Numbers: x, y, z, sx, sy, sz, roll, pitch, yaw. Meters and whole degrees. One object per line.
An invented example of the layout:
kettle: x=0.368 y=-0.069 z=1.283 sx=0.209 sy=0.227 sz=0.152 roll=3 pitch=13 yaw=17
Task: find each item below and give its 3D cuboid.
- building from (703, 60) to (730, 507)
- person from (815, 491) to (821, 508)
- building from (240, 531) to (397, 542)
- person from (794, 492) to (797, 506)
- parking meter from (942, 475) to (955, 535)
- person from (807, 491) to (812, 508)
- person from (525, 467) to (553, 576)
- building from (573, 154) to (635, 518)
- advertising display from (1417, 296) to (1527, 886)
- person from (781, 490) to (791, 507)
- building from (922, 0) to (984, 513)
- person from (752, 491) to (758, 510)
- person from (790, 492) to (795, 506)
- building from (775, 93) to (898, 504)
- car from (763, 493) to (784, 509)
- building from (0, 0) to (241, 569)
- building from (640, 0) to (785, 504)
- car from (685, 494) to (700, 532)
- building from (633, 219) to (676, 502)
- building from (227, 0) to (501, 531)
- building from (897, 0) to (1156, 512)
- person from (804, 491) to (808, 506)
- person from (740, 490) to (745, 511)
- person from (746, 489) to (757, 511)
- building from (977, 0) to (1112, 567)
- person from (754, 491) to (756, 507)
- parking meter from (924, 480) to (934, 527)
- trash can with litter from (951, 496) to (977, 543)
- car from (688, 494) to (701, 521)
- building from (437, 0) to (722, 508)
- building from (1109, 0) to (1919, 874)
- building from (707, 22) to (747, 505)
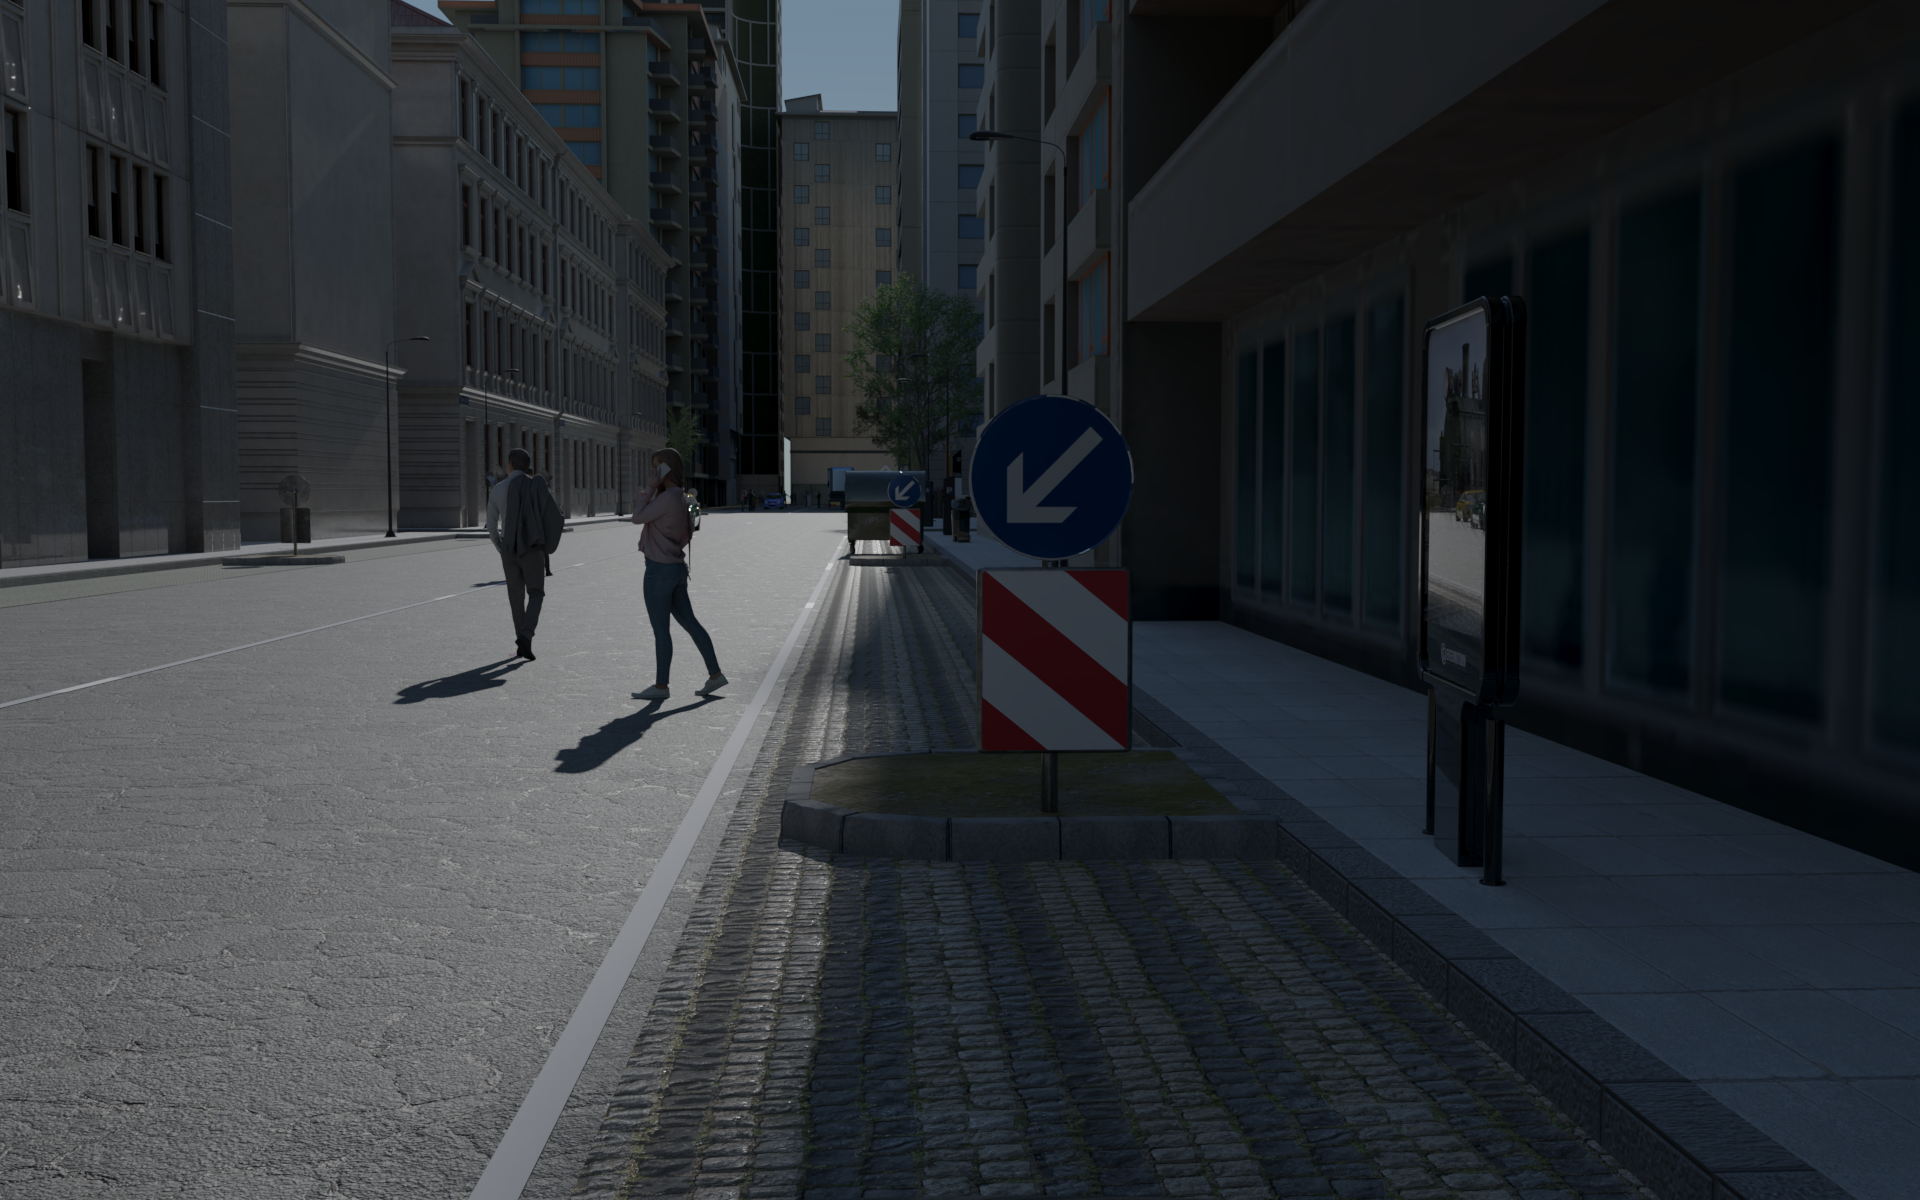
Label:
building: x=-30.933 y=-32.129 z=175.427 sx=14.600 sy=45.320 sz=14.200 roll=0 pitch=4 yaw=-3
person: x=-14.485 y=-10.267 z=176.881 sx=0.721 sy=1.766 sz=1.217 roll=2 pitch=4 yaw=28
building: x=-27.860 y=-13.108 z=50.475 sx=21.152 sy=22.565 sz=11.583 roll=0 pitch=4 yaw=-3
person: x=-20.679 y=-12.663 z=217.011 sx=0.415 sy=1.643 sz=0.593 roll=-1 pitch=4 yaw=-8
parking meter: x=-0.365 y=-2.957 z=54.051 sx=0.399 sy=1.863 sz=0.255 roll=-1 pitch=4 yaw=-8
person: x=-15.103 y=-10.061 z=173.663 sx=0.551 sy=1.740 sz=0.621 roll=0 pitch=4 yaw=7
person: x=-7.441 y=-1.364 z=30.172 sx=0.648 sy=1.900 sz=0.474 roll=-1 pitch=4 yaw=-11
building: x=-25.399 y=-15.835 z=95.056 sx=11.583 sy=22.565 sz=21.152 roll=0 pitch=4 yaw=-3
advertising display: x=1.773 y=-0.053 z=6.073 sx=0.123 sy=1.923 sz=0.974 roll=0 pitch=4 yaw=3
person: x=-18.678 y=-10.781 z=184.749 sx=1.348 sy=1.826 sz=0.705 roll=-2 pitch=4 yaw=-26
building: x=7.871 y=-35.279 z=118.807 sx=21.231 sy=58.520 sz=28.212 roll=0 pitch=4 yaw=-3
person: x=-18.009 y=-8.679 z=151.127 sx=0.721 sy=1.736 sz=1.217 roll=2 pitch=4 yaw=30
person: x=-19.449 y=-11.707 z=200.822 sx=0.541 sy=1.710 sz=0.530 roll=0 pitch=4 yaw=1
building: x=-10.573 y=-39.621 z=237.045 sx=27.495 sy=52.752 sz=28.713 roll=0 pitch=4 yaw=-3
car: x=-17.726 y=-9.504 z=164.983 sx=1.945 sy=1.707 sz=3.694 roll=0 pitch=4 yaw=-1
building: x=-22.042 y=-12.899 z=28.918 sx=12.078 sy=24.808 sz=19.932 roll=0 pitch=4 yaw=-3
building: x=-34.380 y=-48.500 z=231.231 sx=20.611 sy=71.187 sz=20.563 roll=0 pitch=4 yaw=-3
car: x=-10.992 y=-3.340 z=66.412 sx=2.131 sy=1.459 sz=4.920 roll=0 pitch=4 yaw=-4
building: x=-26.085 y=-17.160 z=116.724 sx=11.583 sy=22.565 sz=21.152 roll=0 pitch=4 yaw=-3
building: x=-24.276 y=-14.545 z=73.974 sx=11.583 sy=22.565 sz=21.152 roll=0 pitch=4 yaw=-3
building: x=5.133 y=-32.674 z=157.916 sx=21.300 sy=48.544 sz=21.600 roll=0 pitch=4 yaw=-3
person: x=-18.197 y=-12.047 z=205.550 sx=0.705 sy=1.814 sz=1.350 roll=-2 pitch=4 yaw=-25
person: x=-18.012 y=-8.169 z=142.781 sx=0.721 sy=1.743 sz=1.217 roll=0 pitch=4 yaw=-6
person: x=-17.525 y=-8.360 z=145.212 sx=1.348 sy=1.821 sz=0.705 roll=3 pitch=4 yaw=38
building: x=15.103 y=-11.992 z=41.108 sx=27.650 sy=21.520 sz=28.899 roll=0 pitch=4 yaw=-3
person: x=-20.802 y=-10.185 z=175.735 sx=0.721 sy=1.736 sz=1.217 roll=-2 pitch=4 yaw=-27
parking meter: x=-1.229 y=-3.792 z=67.711 sx=0.399 sy=1.863 sz=0.255 roll=1 pitch=4 yaw=21
trash can with litter: x=0.113 y=-2.125 z=46.132 sx=0.624 sy=1.170 sz=1.055 roll=-1 pitch=4 yaw=-10
car: x=-13.366 y=-4.429 z=82.634 sx=2.015 sy=1.641 sz=3.980 roll=0 pitch=4 yaw=-3
building: x=-33.000 y=-30.499 z=153.289 sx=22.147 sy=44.769 sz=28.867 roll=0 pitch=4 yaw=-3
building: x=12.767 y=-23.439 z=6.926 sx=21.300 sy=48.544 sz=21.600 roll=0 pitch=4 yaw=-3
building: x=-39.209 y=-37.359 z=200.066 sx=27.495 sy=52.752 sz=28.713 roll=0 pitch=4 yaw=-3
